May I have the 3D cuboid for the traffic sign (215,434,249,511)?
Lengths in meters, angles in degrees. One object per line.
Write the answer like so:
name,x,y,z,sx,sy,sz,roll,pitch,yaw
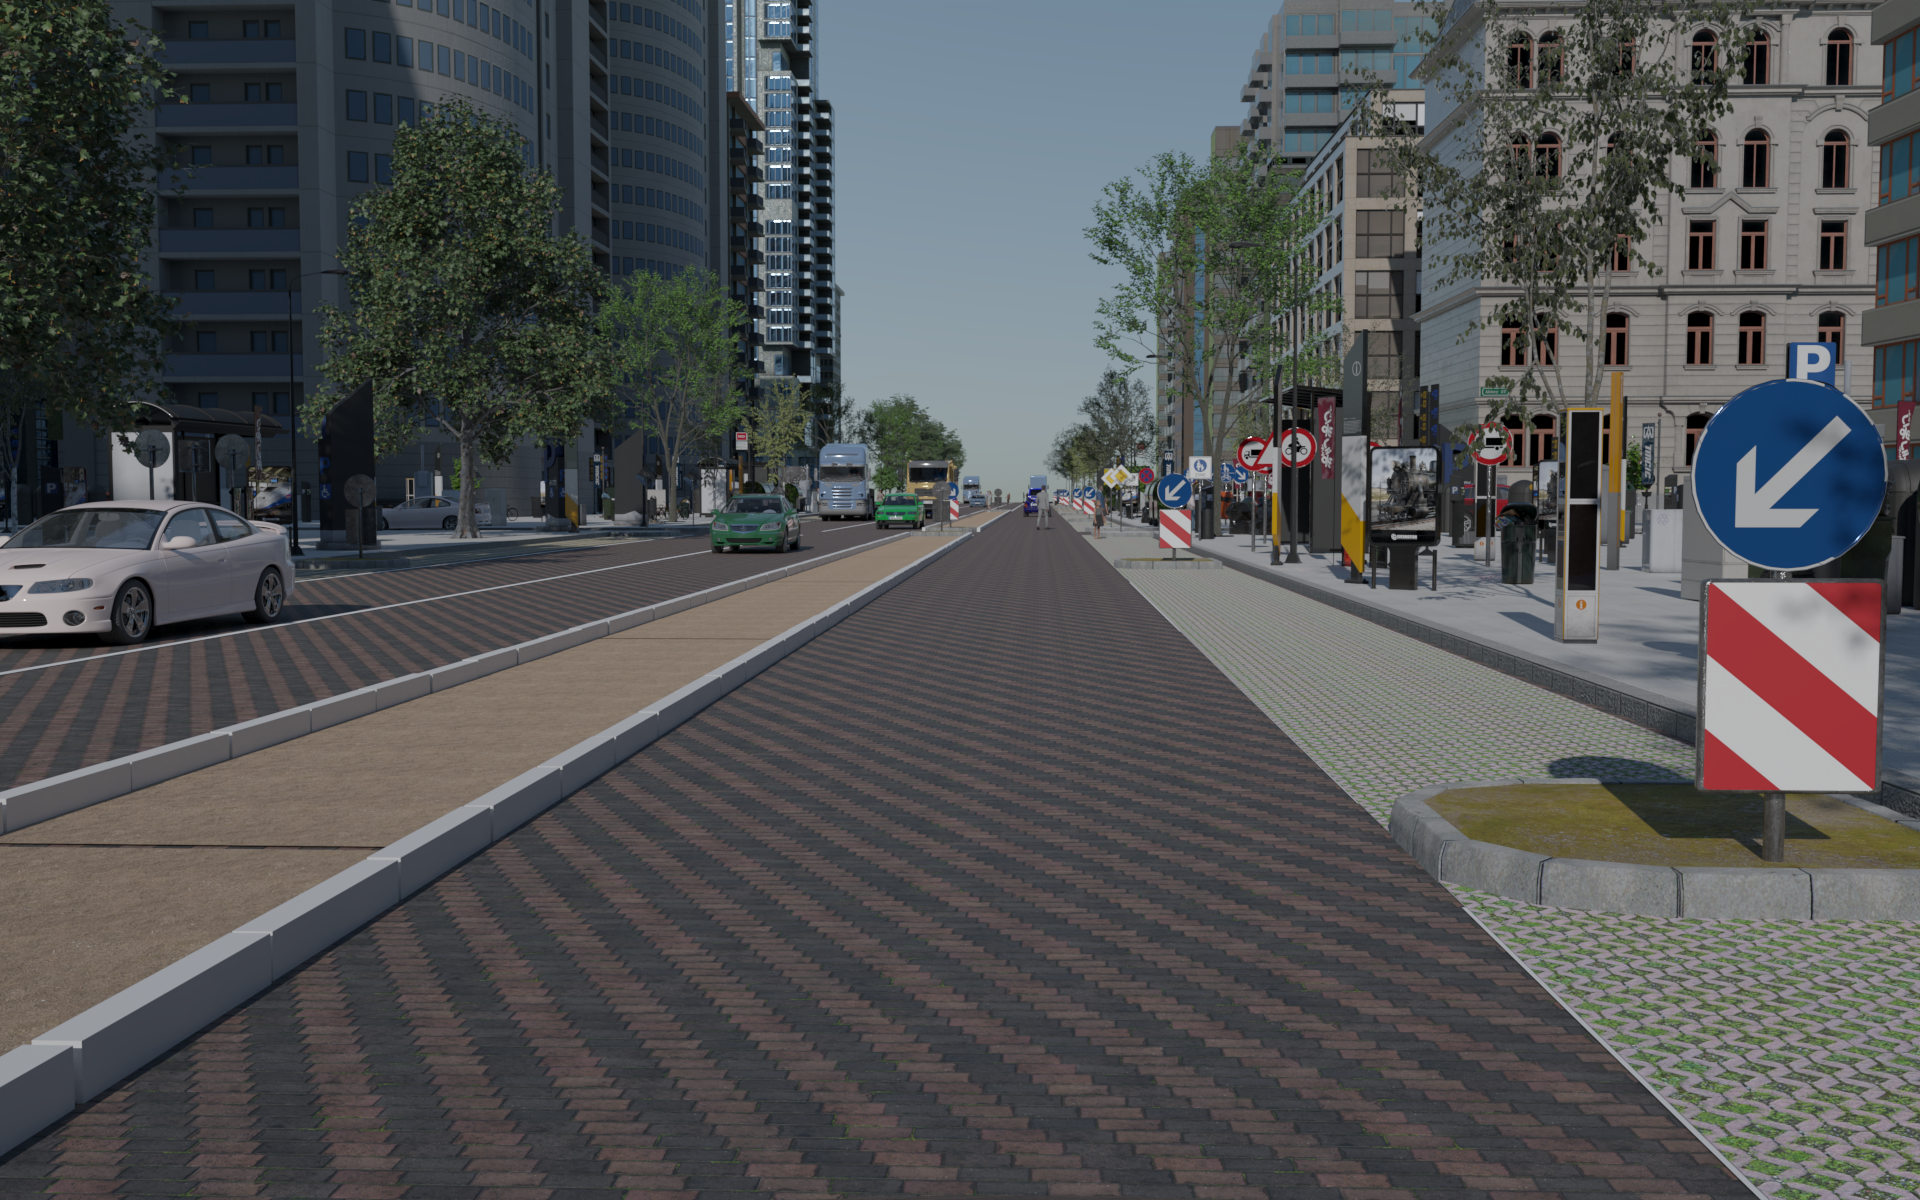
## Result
traffic sign,-15.415,-2.237,36.677,0.768,2.556,0.104,0,4,6

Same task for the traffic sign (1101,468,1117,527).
traffic sign,5.810,-3.847,66.540,0.795,2.450,0.064,0,4,3

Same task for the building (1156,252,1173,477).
building,40.099,-37.246,292.565,14.154,41.232,14.086,0,4,3

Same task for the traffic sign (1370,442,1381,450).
traffic sign,9.949,-2.568,42.096,0.768,2.556,0.104,0,4,7

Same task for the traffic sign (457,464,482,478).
traffic sign,-16.475,-3.557,58.162,0.884,2.594,0.081,0,4,5

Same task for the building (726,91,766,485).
building,-33.009,-32.491,185.846,22.147,44.769,28.867,0,4,3

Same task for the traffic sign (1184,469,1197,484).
traffic sign,11.408,-5.258,86.077,0.768,2.556,0.104,0,4,5

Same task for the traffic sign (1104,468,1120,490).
traffic sign,12.532,-8.775,137.337,2.265,3.308,0.079,0,4,4

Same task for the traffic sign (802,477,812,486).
traffic sign,-11.193,-7.740,126.656,0.768,2.556,0.104,0,4,8

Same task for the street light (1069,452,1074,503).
street light,13.030,-13.372,191.177,1.470,5.913,1.316,0,4,3

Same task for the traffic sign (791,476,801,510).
traffic sign,-11.528,-7.433,121.630,0.768,2.556,0.104,1,4,9

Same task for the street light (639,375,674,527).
street light,-11.827,-5.812,67.566,1.470,5.913,1.316,0,4,3

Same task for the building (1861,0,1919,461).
building,35.965,-11.219,28.468,27.650,21.520,28.899,0,4,3

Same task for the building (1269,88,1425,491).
building,34.022,-19.504,123.401,19.350,26.468,34.151,0,4,3

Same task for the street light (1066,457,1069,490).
street light,14.114,-14.993,217.668,1.470,5.913,1.316,0,4,3

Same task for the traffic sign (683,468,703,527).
traffic sign,-10.367,-3.893,67.296,0.795,2.450,0.064,0,4,3

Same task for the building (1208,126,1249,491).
building,34.975,-31.290,195.179,14.154,41.232,14.086,0,4,3

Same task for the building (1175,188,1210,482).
building,38.253,-36.518,247.172,14.600,45.320,14.200,0,4,3

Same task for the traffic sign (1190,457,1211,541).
traffic sign,6.569,-2.770,47.416,0.606,2.300,0.079,0,4,4

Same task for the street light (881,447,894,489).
street light,-7.145,-12.058,169.692,1.470,5.913,1.316,0,4,3

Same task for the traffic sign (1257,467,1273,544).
traffic sign,7.880,-2.727,44.692,0.768,2.556,0.104,0,4,4

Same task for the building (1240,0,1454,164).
building,39.791,-33.800,172.242,23.786,49.044,30.456,0,4,3

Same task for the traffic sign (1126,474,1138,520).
traffic sign,8.488,-5.099,85.501,0.606,2.300,0.079,0,4,5

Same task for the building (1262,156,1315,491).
building,33.228,-23.179,150.680,14.160,30.474,14.107,0,4,3

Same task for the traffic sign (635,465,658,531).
traffic sign,-10.731,-3.405,59.319,0.795,2.450,0.064,0,4,3

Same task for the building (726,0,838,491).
building,-29.059,-57.704,256.124,22.319,86.520,31.000,0,4,3

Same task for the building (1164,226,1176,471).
building,43.631,-39.743,269.413,23.786,49.044,30.456,0,4,3

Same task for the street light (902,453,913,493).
street light,-5.954,-13.642,195.581,1.470,5.913,1.316,0,4,3

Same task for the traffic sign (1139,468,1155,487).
traffic sign,9.061,-5.139,84.127,0.768,2.556,0.104,1,4,11

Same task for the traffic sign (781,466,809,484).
traffic sign,-12.191,-8.157,127.243,2.265,3.308,0.079,1,4,9

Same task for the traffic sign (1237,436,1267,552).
traffic sign,6.521,-2.344,38.437,0.768,2.556,0.104,0,4,6

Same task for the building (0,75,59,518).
building,-65.563,-47.692,92.435,31.000,86.520,22.319,0,4,3

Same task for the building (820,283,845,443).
building,-32.537,-36.311,285.562,32.217,40.220,23.993,0,4,3

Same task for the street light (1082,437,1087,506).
street light,10.624,-10.294,140.849,1.470,5.913,1.316,0,4,3

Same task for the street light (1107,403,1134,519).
street light,8.235,-7.104,88.691,1.470,5.913,1.316,0,4,3

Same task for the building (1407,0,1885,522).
building,35.292,-18.213,85.178,23.554,28.519,14.401,0,4,3

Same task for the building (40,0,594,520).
building,-34.758,-33.940,96.920,21.231,58.520,28.212,0,4,3

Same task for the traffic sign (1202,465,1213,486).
traffic sign,8.273,-3.604,59.034,0.768,2.556,0.104,0,4,8

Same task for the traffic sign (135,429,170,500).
traffic sign,-15.805,-2.065,33.876,0.768,2.556,0.104,0,4,8

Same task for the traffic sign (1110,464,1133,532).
traffic sign,5.446,-3.359,58.563,0.795,2.450,0.064,0,4,3

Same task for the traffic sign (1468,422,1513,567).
traffic sign,9.308,-1.857,30.468,0.768,2.556,0.104,1,4,12

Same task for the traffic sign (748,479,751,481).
traffic sign,-14.539,-7.261,120.844,0.606,2.300,0.079,1,4,12

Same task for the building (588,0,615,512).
building,-35.134,-42.244,128.935,20.563,71.187,20.611,0,4,3

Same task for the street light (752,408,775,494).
street light,-10.634,-7.389,93.354,1.470,5.913,1.316,0,4,3

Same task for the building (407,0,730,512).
building,-33.973,-37.597,156.706,21.231,58.520,28.212,0,4,3

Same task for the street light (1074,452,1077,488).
street light,11.844,-11.795,165.389,1.470,5.913,1.316,0,4,3

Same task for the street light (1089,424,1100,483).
street light,9.454,-8.717,115.061,1.470,5.913,1.316,0,4,3

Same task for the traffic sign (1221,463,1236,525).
traffic sign,11.033,-4.388,71.852,0.768,2.556,0.104,0,4,6

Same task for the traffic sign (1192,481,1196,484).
traffic sign,12.206,-5.622,92.020,0.768,2.556,0.104,0,4,4

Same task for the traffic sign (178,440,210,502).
traffic sign,-14.482,-1.874,32.774,0.606,2.300,0.079,0,4,4

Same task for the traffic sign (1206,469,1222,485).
traffic sign,10.163,-4.265,69.832,0.768,2.556,0.104,0,4,4

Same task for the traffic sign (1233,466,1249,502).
traffic sign,12.904,-4.869,79.719,0.768,2.556,0.104,0,4,4

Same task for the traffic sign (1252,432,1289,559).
traffic sign,6.197,-2.087,34.119,0.884,2.594,0.081,1,4,10

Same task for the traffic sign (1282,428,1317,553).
traffic sign,6.442,-2.026,33.226,0.768,2.556,0.104,1,4,11
